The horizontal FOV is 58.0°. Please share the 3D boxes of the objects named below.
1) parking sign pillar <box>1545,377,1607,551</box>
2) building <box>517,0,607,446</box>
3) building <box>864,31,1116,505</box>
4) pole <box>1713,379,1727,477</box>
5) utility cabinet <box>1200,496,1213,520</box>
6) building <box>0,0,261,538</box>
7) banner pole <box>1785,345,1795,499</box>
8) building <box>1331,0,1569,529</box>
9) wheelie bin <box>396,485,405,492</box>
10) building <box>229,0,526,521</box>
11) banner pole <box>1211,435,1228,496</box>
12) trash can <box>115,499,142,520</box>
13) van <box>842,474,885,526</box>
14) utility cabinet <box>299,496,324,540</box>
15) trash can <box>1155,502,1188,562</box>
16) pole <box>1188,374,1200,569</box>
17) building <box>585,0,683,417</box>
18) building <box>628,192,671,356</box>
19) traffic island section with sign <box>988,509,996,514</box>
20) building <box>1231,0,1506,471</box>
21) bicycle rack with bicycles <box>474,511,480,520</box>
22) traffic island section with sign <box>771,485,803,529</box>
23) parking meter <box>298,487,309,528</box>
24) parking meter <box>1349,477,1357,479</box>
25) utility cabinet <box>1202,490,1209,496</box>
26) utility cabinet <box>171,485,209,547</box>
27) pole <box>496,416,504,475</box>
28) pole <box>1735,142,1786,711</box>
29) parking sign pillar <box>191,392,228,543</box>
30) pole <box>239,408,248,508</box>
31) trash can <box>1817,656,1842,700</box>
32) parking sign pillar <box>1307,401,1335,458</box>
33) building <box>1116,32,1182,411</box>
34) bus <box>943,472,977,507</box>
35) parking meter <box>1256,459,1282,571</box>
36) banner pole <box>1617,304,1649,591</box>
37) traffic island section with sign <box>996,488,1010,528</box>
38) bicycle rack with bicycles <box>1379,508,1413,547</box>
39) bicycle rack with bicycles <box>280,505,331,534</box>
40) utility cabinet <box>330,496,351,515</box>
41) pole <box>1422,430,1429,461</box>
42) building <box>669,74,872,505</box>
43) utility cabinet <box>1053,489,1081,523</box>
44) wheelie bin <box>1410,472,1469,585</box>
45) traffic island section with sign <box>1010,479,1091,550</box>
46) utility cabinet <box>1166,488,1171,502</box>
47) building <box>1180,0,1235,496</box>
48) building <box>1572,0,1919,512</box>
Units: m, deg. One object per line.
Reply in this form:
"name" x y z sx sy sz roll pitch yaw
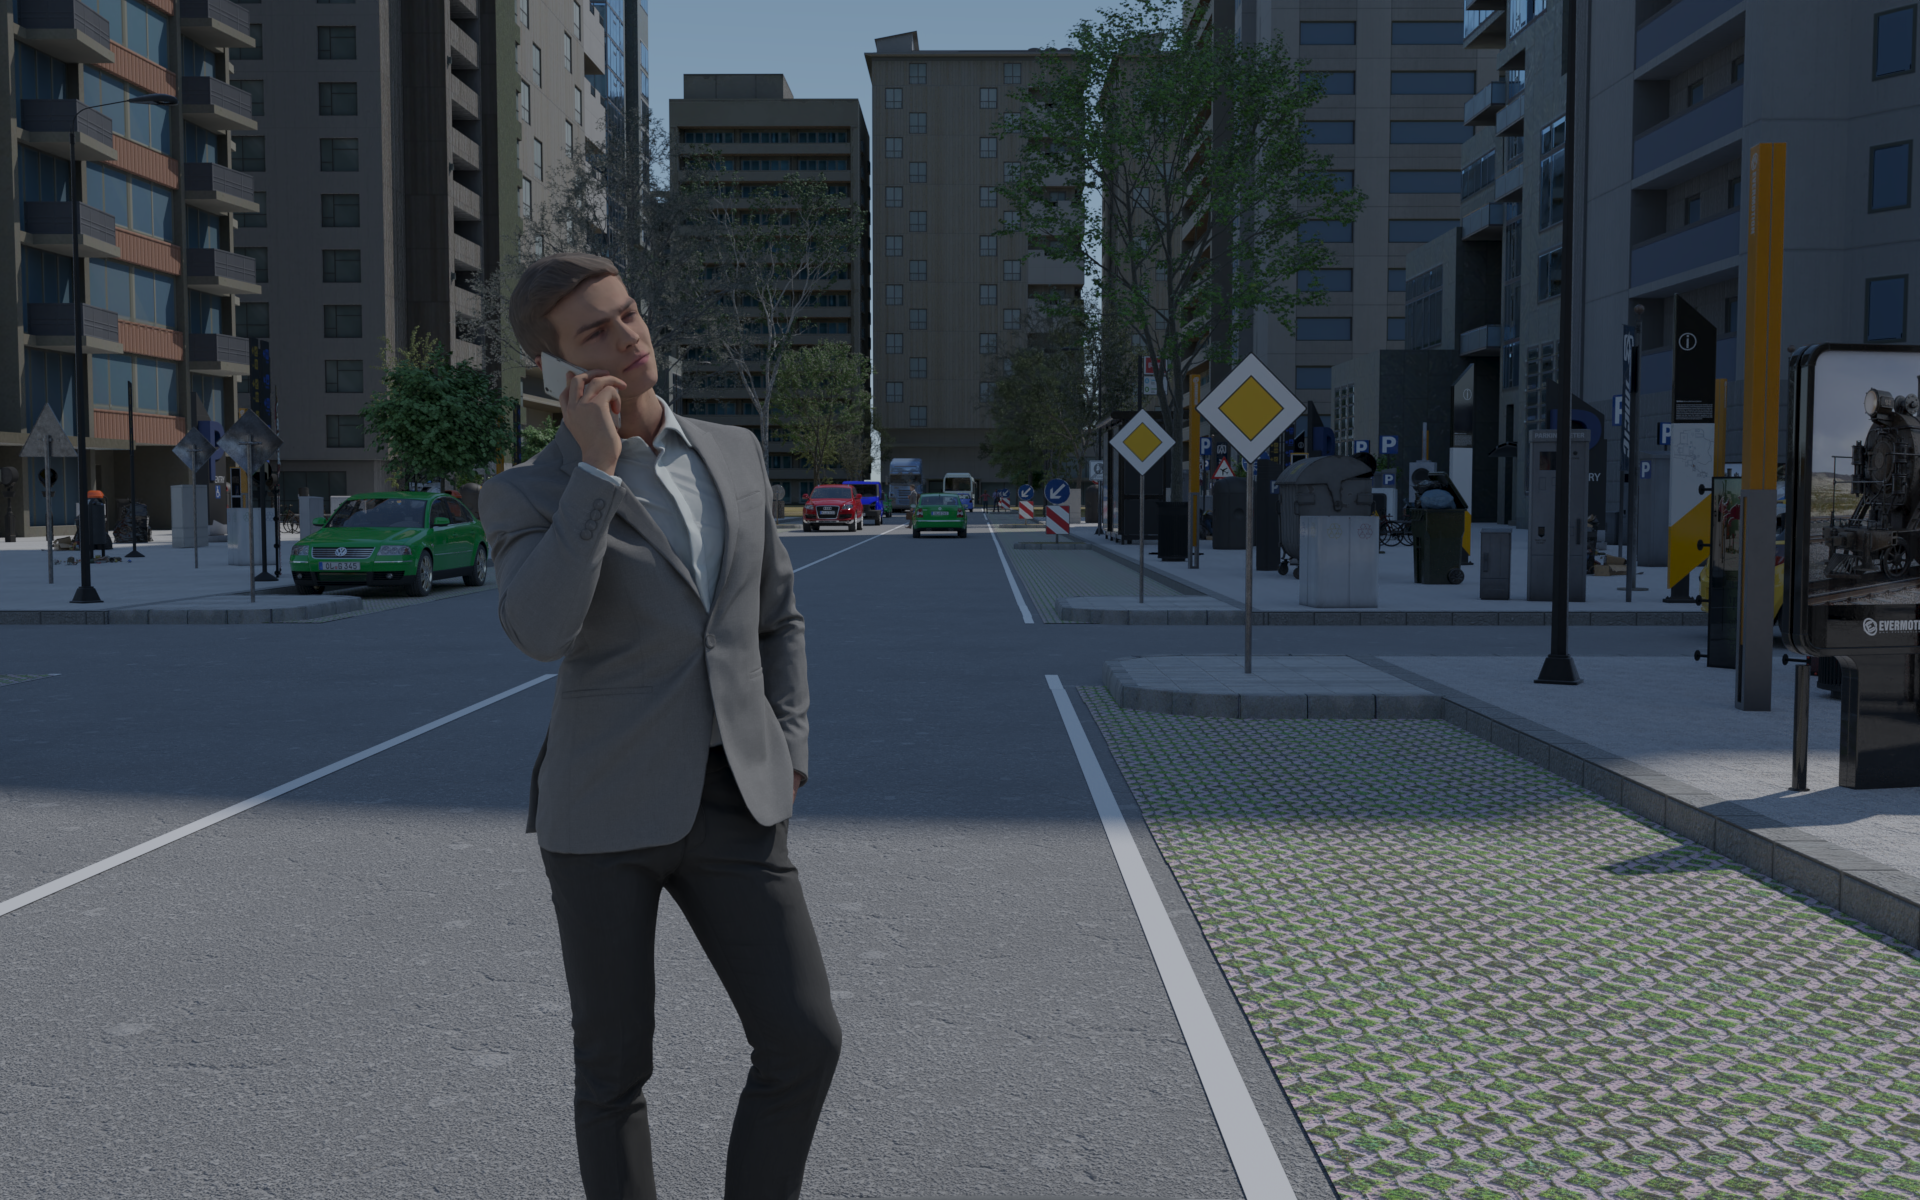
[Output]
"parking sign pillar" 14.139 -3.139 39.787 1.447 3.967 1.447 0 4 5
"building" -37.924 -31.773 108.730 28.713 52.752 27.495 0 4 1
"building" 3.297 -37.751 206.469 27.495 52.752 28.713 0 4 1
"pole" 13.460 -2.255 30.718 0.158 3.312 0.155 0 3 0
"utility cabinet" 9.577 -3.556 69.300 1.020 1.237 0.306 1 4 23
"building" -37.101 -24.573 56.400 22.147 44.769 28.867 0 4 1
"banner pole" 13.913 -2.382 28.968 0.401 3.779 0.863 1 4 11
"building" 29.797 -46.308 69.808 22.319 86.520 31.000 0 4 1
"wheelie bin" -20.293 -3.367 62.954 0.693 1.594 0.980 -1 4 -23
"building" -30.524 -19.236 86.209 14.160 30.474 14.107 0 4 1
"banner pole" 10.901 -5.090 73.234 0.863 3.779 0.401 1 4 15
"trash can" -24.616 -2.426 51.317 0.748 1.137 0.748 0 3 0
"van" -4.556 -4.631 80.106 2.240 2.365 5.245 0 4 -1
"utility cabinet" -16.819 -2.067 44.955 0.306 1.237 1.020 0 4 -1
"trash can" 4.073 -1.306 33.001 0.748 1.137 0.748 0 3 0
"pole" 4.010 -2.190 29.658 0.158 3.312 0.155 0 3 0
"building" -38.890 -50.915 145.128 31.000 86.520 22.319 0 4 1
"building" -44.421 -31.681 209.863 23.993 40.220 32.217 0 4 1
"traffic island section with sign" 3.113 -6.992 122.942 1.989 1.847 2.006 0 4 1
"building" 29.678 -35.355 120.061 21.231 58.520 28.212 0 4 1
"bicycle rack with bicycles" -13.633 -2.419 52.940 2.925 0.926 2.852 0 4 -7
"traffic island section with sign" -7.584 -3.879 72.044 1.989 1.847 2.006 0 4 1
"parking meter" -24.502 -3.441 64.670 0.372 1.533 0.369 0 3 0
"parking meter" 6.139 -1.348 27.753 0.399 1.863 0.255 -2 4 -24
"utility cabinet" 13.604 -5.295 95.254 0.318 1.500 1.173 2 4 26
"utility cabinet" -18.455 -2.006 41.476 0.318 1.500 1.173 0 4 3
"pole" -11.580 -3.045 43.633 0.158 3.312 0.155 0 3 0
"pole" 4.716 -1.001 10.205 0.158 3.312 0.155 0 3 0
"parking sign pillar" -20.059 -3.536 46.294 1.447 3.967 1.447 0 4 -4
"pole" -17.018 -2.898 41.224 0.158 3.312 0.155 0 3 0
"trash can" 5.704 0.052 10.811 0.748 1.137 0.748 0 3 0
"parking sign pillar" 10.536 -3.795 50.520 1.447 3.967 1.447 2 4 31
"building" 30.795 -37.767 206.736 27.495 52.752 28.713 0 4 1
"bus" -0.032 -10.028 158.810 2.948 3.499 13.247 0 4 1
"parking meter" 5.174 -1.424 28.986 0.399 1.863 0.255 -3 4 -38
"banner pole" 8.826 -2.005 22.800 0.401 3.779 0.863 3 4 39
"traffic island section with sign" 2.647 -3.923 72.776 1.989 1.847 2.006 0 4 1
"bicycle rack with bicycles" 10.901 -1.815 43.052 2.925 0.926 2.852 1 4 14
"bicycle rack with bicycles" -21.507 -2.652 56.736 2.925 0.926 2.852 -3 5 -39
"utility cabinet" -18.913 -2.594 53.574 1.020 1.237 0.306 -1 4 -16
"pole" 14.924 -3.778 55.617 0.158 3.312 0.155 0 3 0
"building" -21.662 -35.471 203.657 21.600 48.544 21.300 0 4 1
"utility cabinet" 4.604 -4.026 74.497 1.173 1.500 0.318 0 4 6
"wheelie bin" 6.814 -1.028 24.710 0.693 1.594 0.980 0 4 -6
"traffic island section with sign" 2.397 -2.235 45.165 1.989 1.847 2.006 0 4 1
"utility cabinet" 7.986 -3.334 63.183 1.173 1.500 0.318 -3 5 -43
"building" 30.477 -31.940 145.913 21.300 48.544 21.600 0 4 1
"building" 63.950 -36.886 145.080 28.212 58.520 21.231 0 4 1
